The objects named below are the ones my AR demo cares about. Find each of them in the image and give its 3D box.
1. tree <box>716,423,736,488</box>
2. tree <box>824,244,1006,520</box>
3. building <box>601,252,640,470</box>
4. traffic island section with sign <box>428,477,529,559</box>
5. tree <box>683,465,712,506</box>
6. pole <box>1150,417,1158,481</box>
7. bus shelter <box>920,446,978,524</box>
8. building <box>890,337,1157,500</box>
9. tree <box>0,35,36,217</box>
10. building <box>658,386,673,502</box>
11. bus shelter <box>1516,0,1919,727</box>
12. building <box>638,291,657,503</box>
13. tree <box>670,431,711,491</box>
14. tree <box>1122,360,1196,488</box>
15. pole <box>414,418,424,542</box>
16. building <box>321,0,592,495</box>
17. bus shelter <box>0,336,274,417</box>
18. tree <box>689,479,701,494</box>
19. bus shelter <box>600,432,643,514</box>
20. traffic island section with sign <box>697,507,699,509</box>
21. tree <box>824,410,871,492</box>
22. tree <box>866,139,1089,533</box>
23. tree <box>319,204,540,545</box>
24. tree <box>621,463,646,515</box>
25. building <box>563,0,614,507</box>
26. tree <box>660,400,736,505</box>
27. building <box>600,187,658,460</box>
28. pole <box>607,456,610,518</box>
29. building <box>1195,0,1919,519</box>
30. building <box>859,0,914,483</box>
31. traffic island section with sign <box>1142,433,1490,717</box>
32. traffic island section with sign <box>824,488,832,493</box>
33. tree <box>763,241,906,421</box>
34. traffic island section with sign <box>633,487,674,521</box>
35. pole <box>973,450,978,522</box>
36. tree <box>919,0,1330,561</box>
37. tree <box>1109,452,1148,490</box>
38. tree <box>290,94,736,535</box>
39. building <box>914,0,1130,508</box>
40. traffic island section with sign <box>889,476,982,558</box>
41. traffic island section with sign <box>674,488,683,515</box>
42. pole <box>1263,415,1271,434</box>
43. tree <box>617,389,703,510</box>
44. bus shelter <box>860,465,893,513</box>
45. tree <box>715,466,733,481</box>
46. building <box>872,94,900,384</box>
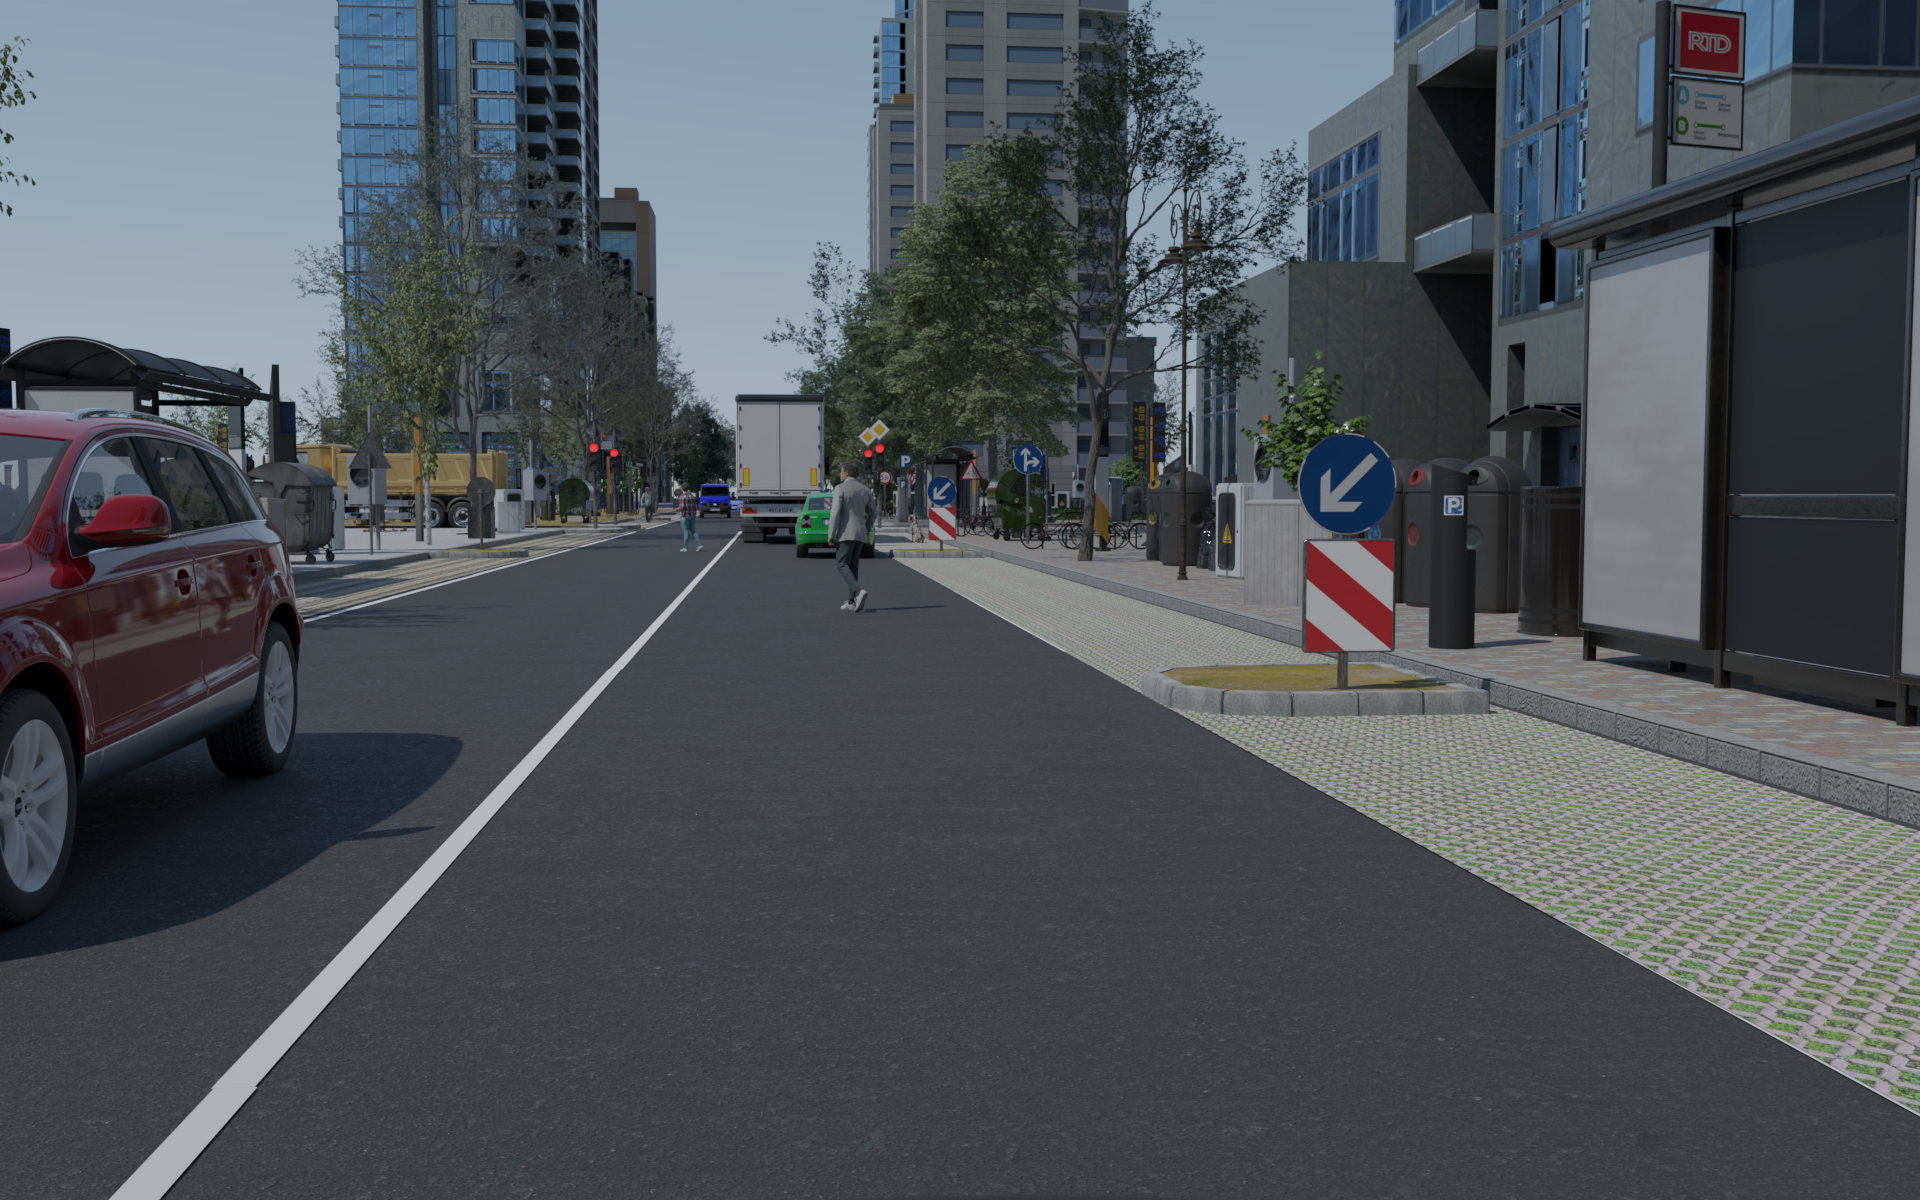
[{"bbox_3d":[-41.240,-24.379,305.258,9.857,13.997,8.962,0,3,0],"label":"tree"},{"bbox_3d":[-2.076,-10.981,86.188,9.857,13.997,8.962,0,3,0],"label":"tree"},{"bbox_3d":[-45.880,-26.426,203.762,14.160,30.474,14.107,0,4,-6],"label":"building"},{"bbox_3d":[-10.839,-1.867,39.158,1.989,1.847,2.006,0,4,-6],"label":"traffic island section with sign"},{"bbox_3d":[-29.325,-12.852,193.840,4.285,4.588,4.351,0,3,0],"label":"tree"},{"bbox_3d":[5.139,-3.187,45.950,0.158,3.312,0.155,0,3,0],"label":"pole"},{"bbox_3d":[-0.515,-5.003,75.715,2.014,3.302,5.546,0,4,-6],"label":"bus shelter"},{"bbox_3d":[6.329,-21.914,203.336,27.650,21.520,28.899,0,4,-6],"label":"building"},{"bbox_3d":[-11.317,-4.087,17.182,4.737,8.622,4.395,0,3,0],"label":"tree"},{"bbox_3d":[-60.926,-26.484,278.051,27.650,21.520,28.899,0,4,-6],"label":"building"},{"bbox_3d":[5.741,-2.092,11.830,2.179,5.291,8.768,0,4,-6],"label":"bus shelter"},{"bbox_3d":[-50.033,-28.804,242.647,14.160,30.474,14.107,0,4,-6],"label":"building"},{"bbox_3d":[-28.184,-14.046,180.007,4.737,8.622,4.395,0,3,0],"label":"tree"},{"bbox_3d":[10.949,-8.839,94.880,4.360,8.622,3.978,0,3,0],"label":"tree"},{"bbox_3d":[-14.568,-3.228,46.627,0.158,3.312,0.155,0,3,0],"label":"pole"},{"bbox_3d":[-44.997,-51.724,158.355,22.319,86.520,31.000,0,4,-6],"label":"building"},{"bbox_3d":[-11.708,-1.900,24.985,2.014,3.302,5.546,0,4,-6],"label":"bus shelter"},{"bbox_3d":[-28.676,-11.695,185.809,1.663,3.219,1.824,0,3,0],"label":"tree"},{"bbox_3d":[-22.366,-8.369,114.467,2.179,5.291,8.768,0,4,-6],"label":"bus shelter"},{"bbox_3d":[-24.982,-9.959,171.461,1.989,1.847,2.006,0,4,-6],"label":"traffic island section with sign"},{"bbox_3d":[-8.733,-11.638,140.650,4.737,8.622,4.395,0,3,0],"label":"tree"},{"bbox_3d":[0.705,-8.436,56.062,7.486,12.596,7.792,0,3,0],"label":"tree"},{"bbox_3d":[-13.573,-5.680,43.238,4.737,8.622,4.395,0,3,0],"label":"tree"},{"bbox_3d":[-20.499,-6.929,107.898,1.663,3.219,1.824,0,3,0],"label":"tree"},{"bbox_3d":[-47.069,-45.671,184.967,20.563,71.187,20.611,0,4,-6],"label":"building"},{"bbox_3d":[-31.627,-17.815,208.289,9.611,12.733,9.660,0,3,0],"label":"tree"},{"bbox_3d":[-52.240,-37.068,256.166,14.600,45.320,14.200,0,4,-6],"label":"building"},{"bbox_3d":[-19.041,-6.115,93.822,0.158,3.312,0.155,0,3,0],"label":"pole"},{"bbox_3d":[20.684,-44.591,41.728,22.319,86.520,31.000,0,4,-6],"label":"building"},{"bbox_3d":[-6.690,-59.865,291.470,22.319,86.520,31.000,0,4,-6],"label":"building"},{"bbox_3d":[2.333,-0.208,12.025,1.989,1.847,2.006,0,4,-6],"label":"traffic island section with sign"},{"bbox_3d":[-9.469,-6.958,122.387,1.989,1.847,2.006,0,4,-6],"label":"traffic island section with sign"},{"bbox_3d":[-8.050,-16.828,131.021,12.611,20.169,13.585,0,3,0],"label":"tree"},{"bbox_3d":[-16.707,-5.219,93.965,1.989,1.847,2.006,0,4,-6],"label":"traffic island section with sign"},{"bbox_3d":[0.710,-5.255,79.755,0.158,3.312,0.155,0,3,0],"label":"pole"},{"bbox_3d":[2.641,-6.010,32.677,7.601,10.594,8.767,3,5,42],"label":"tree"},{"bbox_3d":[13.101,-9.190,133.973,4.285,4.588,4.351,0,3,0],"label":"tree"},{"bbox_3d":[-15.433,-8.804,54.314,12.009,13.543,11.850,0,3,0],"label":"tree"},{"bbox_3d":[5.909,-38.624,173.498,21.231,58.520,28.212,0,4,-6],"label":"building"},{"bbox_3d":[-0.592,-1.880,39.369,1.989,1.847,2.006,0,4,-6],"label":"traffic island section with sign"},{"bbox_3d":[-19.589,-6.875,121.026,1.989,1.847,2.006,0,4,-6],"label":"traffic island section with sign"},{"bbox_3d":[7.946,-3.126,44.959,0.158,3.312,0.155,0,3,0],"label":"pole"},{"bbox_3d":[-24.733,-12.748,142.849,7.601,10.594,8.767,-1,4,-9],"label":"tree"},{"bbox_3d":[-5.772,-7.691,119.678,2.014,3.302,5.546,0,4,-6],"label":"bus shelter"},{"bbox_3d":[-37.492,-19.908,259.904,7.601,10.594,8.767,2,4,28],"label":"tree"},{"bbox_3d":[-2.669,-44.060,262.376,21.231,58.520,28.212,0,4,-6],"label":"building"}]
